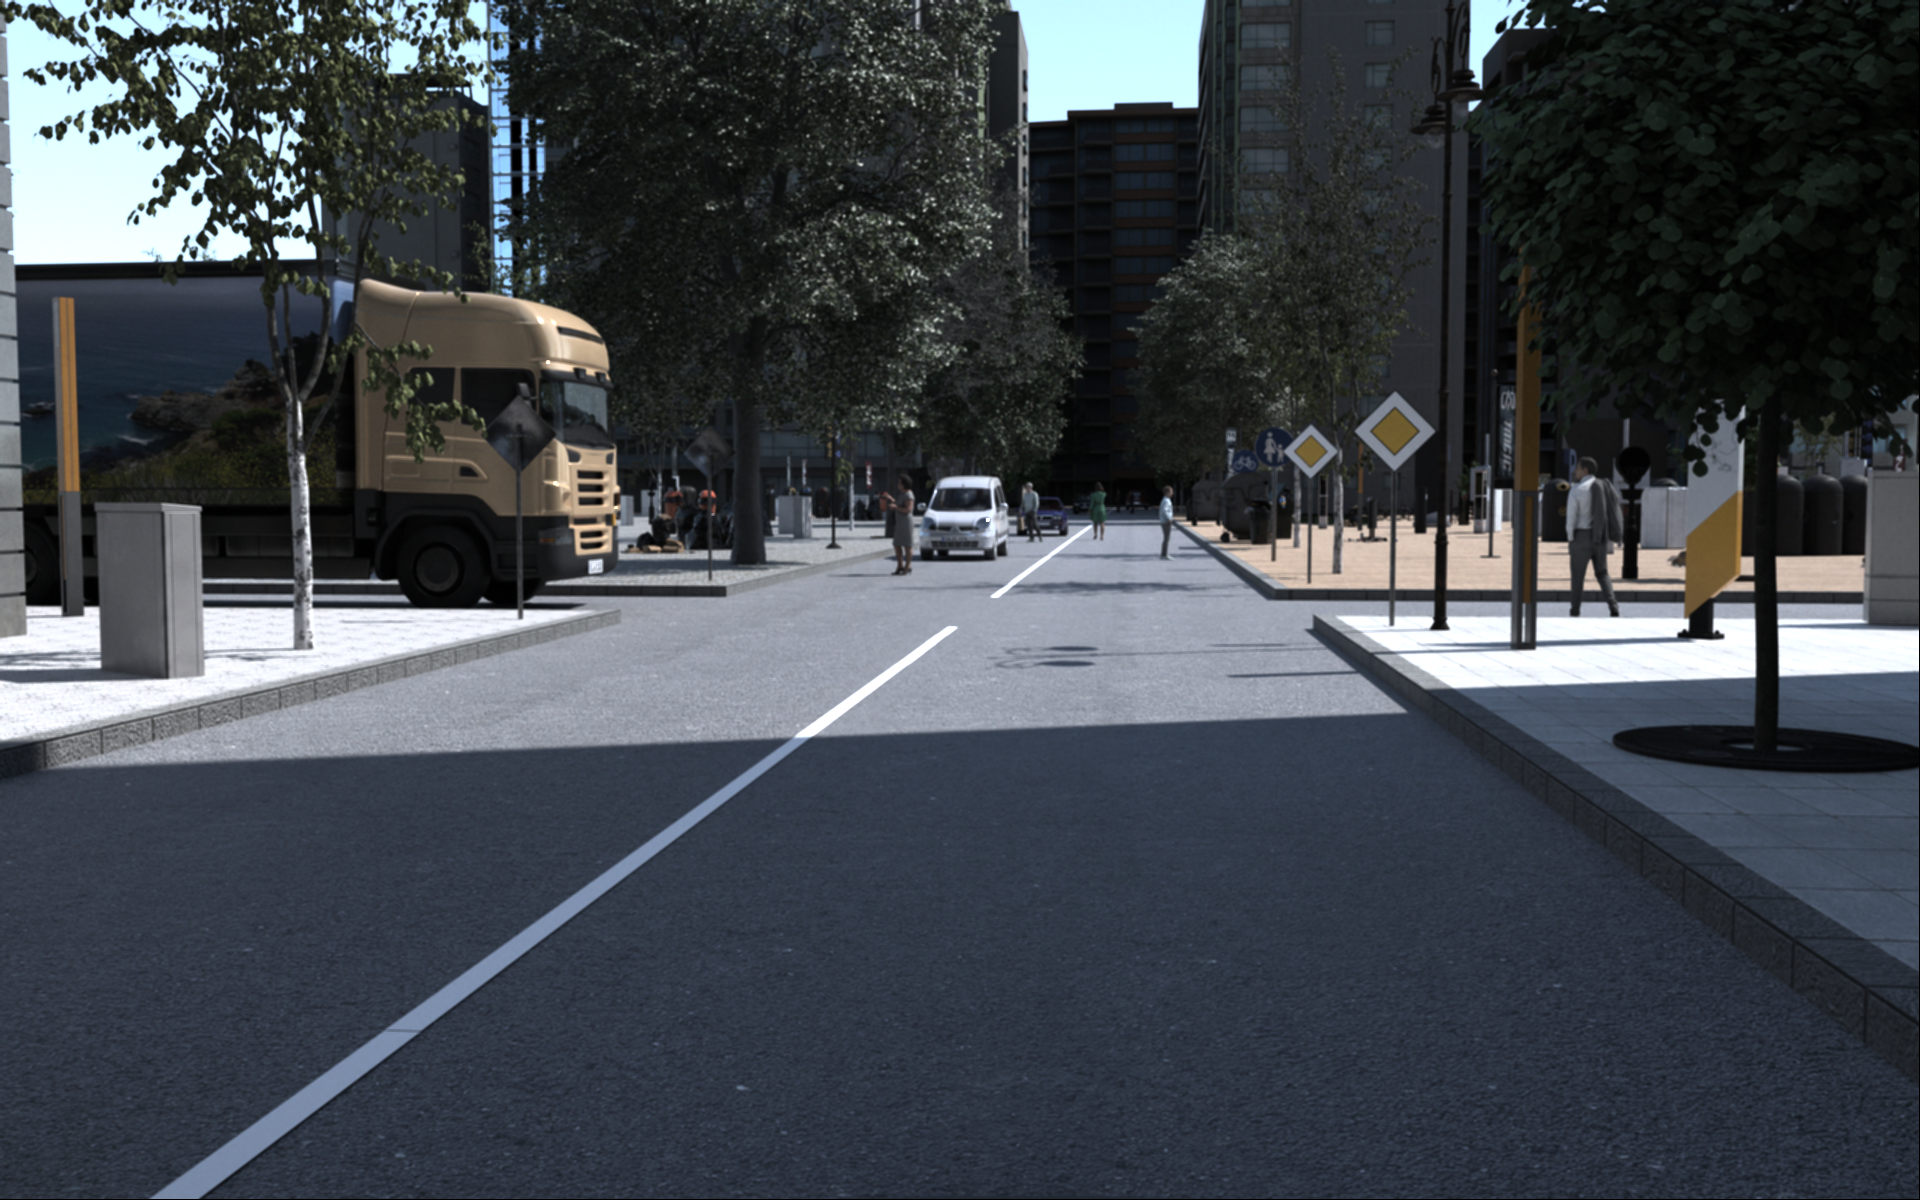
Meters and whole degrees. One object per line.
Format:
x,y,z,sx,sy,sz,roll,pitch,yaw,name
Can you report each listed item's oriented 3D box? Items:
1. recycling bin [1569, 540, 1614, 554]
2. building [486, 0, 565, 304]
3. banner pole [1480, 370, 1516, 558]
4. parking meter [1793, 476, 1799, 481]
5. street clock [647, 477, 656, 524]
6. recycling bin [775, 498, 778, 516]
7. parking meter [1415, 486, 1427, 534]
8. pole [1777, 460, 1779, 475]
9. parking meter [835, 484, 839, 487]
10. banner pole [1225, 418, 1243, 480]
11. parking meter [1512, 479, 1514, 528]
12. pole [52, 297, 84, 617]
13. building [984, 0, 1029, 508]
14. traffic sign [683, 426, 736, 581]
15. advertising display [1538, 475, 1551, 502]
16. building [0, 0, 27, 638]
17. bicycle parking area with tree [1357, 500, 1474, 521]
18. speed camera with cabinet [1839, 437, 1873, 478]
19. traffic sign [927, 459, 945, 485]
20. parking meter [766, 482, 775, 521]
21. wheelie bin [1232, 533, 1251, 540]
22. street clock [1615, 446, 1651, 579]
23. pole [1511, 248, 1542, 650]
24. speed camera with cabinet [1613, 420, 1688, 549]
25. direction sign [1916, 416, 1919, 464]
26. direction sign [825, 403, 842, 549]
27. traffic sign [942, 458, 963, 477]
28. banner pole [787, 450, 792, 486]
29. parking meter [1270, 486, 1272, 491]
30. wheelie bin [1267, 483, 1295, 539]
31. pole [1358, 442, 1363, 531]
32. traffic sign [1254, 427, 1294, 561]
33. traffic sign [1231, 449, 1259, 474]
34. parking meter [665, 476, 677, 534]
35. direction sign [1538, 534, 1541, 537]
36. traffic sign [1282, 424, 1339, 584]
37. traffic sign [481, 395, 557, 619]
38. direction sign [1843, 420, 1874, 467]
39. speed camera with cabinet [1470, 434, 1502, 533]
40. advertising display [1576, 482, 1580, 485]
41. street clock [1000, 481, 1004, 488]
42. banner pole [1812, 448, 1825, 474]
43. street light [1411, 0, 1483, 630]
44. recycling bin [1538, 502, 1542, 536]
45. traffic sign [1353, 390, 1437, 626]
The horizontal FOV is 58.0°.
13.576,-1.509,37.227,0.722,1.027,0.722,0,4,-5,recycling bin
-30.982,-52.062,163.886,31.000,86.520,22.319,0,4,6,building
10.953,-2.754,35.047,0.863,3.779,0.401,-2,4,-25,banner pole
27.673,-3.176,57.637,0.255,1.863,0.399,-1,4,-9,parking meter
-13.024,-4.193,73.122,0.358,2.002,0.471,-2,4,-34,street clock
-10.146,-5.328,99.672,0.722,1.027,0.722,-3,5,-40,recycling bin
15.003,-2.934,56.380,0.372,1.533,0.369,0,3,0,parking meter
23.044,-3.375,49.025,0.158,3.312,0.155,0,3,0,pole
-7.143,-5.728,99.368,0.399,1.863,0.255,-1,4,-11,parking meter
9.052,-4.103,57.093,0.863,3.779,0.401,-2,4,-30,banner pole
20.923,-3.631,65.076,0.255,1.863,0.399,3,4,36,parking meter
-9.314,-1.483,18.085,0.158,3.312,0.155,0,3,0,pole
-4.692,-33.024,163.636,21.600,48.544,21.300,0,4,6,building
-3.701,-1.345,25.628,0.795,2.450,0.064,0,4,6,traffic sign
20.040,-3.343,59.872,0.974,1.923,0.123,-2,4,-32,advertising display
-23.685,-14.281,10.989,29.804,29.767,11.434,0,4,6,building
23.187,-6.017,85.385,9.016,4.147,8.231,2,4,25,bicycle parking area with tree
22.085,-2.970,42.901,0.660,3.252,2.038,2,4,31,speed camera with cabinet
-0.817,-3.853,63.099,0.768,2.556,0.104,1,4,11,traffic sign
-9.097,-4.740,83.212,0.399,1.863,0.255,-3,5,-40,parking meter
8.317,-2.630,50.912,0.980,1.594,0.693,-1,4,-11,wheelie bin
10.166,-1.325,26.226,0.471,2.002,0.358,0,4,7,street clock
4.664,-1.248,14.242,0.158,3.312,0.155,0,3,0,pole
16.372,-2.859,41.076,0.660,3.252,2.038,-1,4,-16,speed camera with cabinet
25.161,-3.232,44.837,0.379,3.537,0.876,-2,4,-24,direction sign
-2.984,-2.983,40.769,0.379,3.537,0.876,1,4,18,direction sign
-0.268,-3.729,61.069,0.768,2.556,0.104,1,4,12,traffic sign
-9.696,-6.637,98.529,0.401,3.779,0.863,-1,4,-22,banner pole
9.244,-2.584,50.651,0.372,1.533,0.369,0,3,0,parking meter
9.187,-2.556,49.698,0.693,1.594,0.980,-1,4,-18,wheelie bin
14.056,-4.093,60.769,0.158,3.312,0.155,0,3,0,pole
5.998,-2.015,33.044,0.768,2.556,0.104,1,4,13,traffic sign
8.109,-3.012,49.357,0.768,2.556,0.104,0,4,8,traffic sign
-9.235,-3.040,55.422,0.399,1.863,0.255,-1,4,-8,parking meter
17.215,-3.658,51.804,0.379,3.537,0.876,1,4,11,direction sign
4.997,-1.290,24.737,0.795,2.450,0.064,0,4,6,traffic sign
-4.499,-0.859,17.683,0.795,2.450,0.064,0,4,6,traffic sign
26.438,-3.612,51.051,0.379,3.537,0.876,-2,4,-33,direction sign
17.521,-3.873,57.658,0.660,3.252,2.038,2,4,31,speed camera with cabinet
33.806,-5.495,95.063,0.974,1.923,0.123,2,4,34,advertising display
2.203,-5.456,93.781,0.358,2.002,0.471,-1,4,-11,street clock
46.061,-6.306,93.127,0.401,3.779,0.863,-3,5,-42,banner pole
4.541,-2.656,16.209,0.468,5.910,1.993,0,4,6,street light
17.930,-2.525,53.830,0.722,1.027,0.722,3,5,43,recycling bin
4.199,-0.804,16.792,0.795,2.450,0.064,0,4,6,traffic sign
